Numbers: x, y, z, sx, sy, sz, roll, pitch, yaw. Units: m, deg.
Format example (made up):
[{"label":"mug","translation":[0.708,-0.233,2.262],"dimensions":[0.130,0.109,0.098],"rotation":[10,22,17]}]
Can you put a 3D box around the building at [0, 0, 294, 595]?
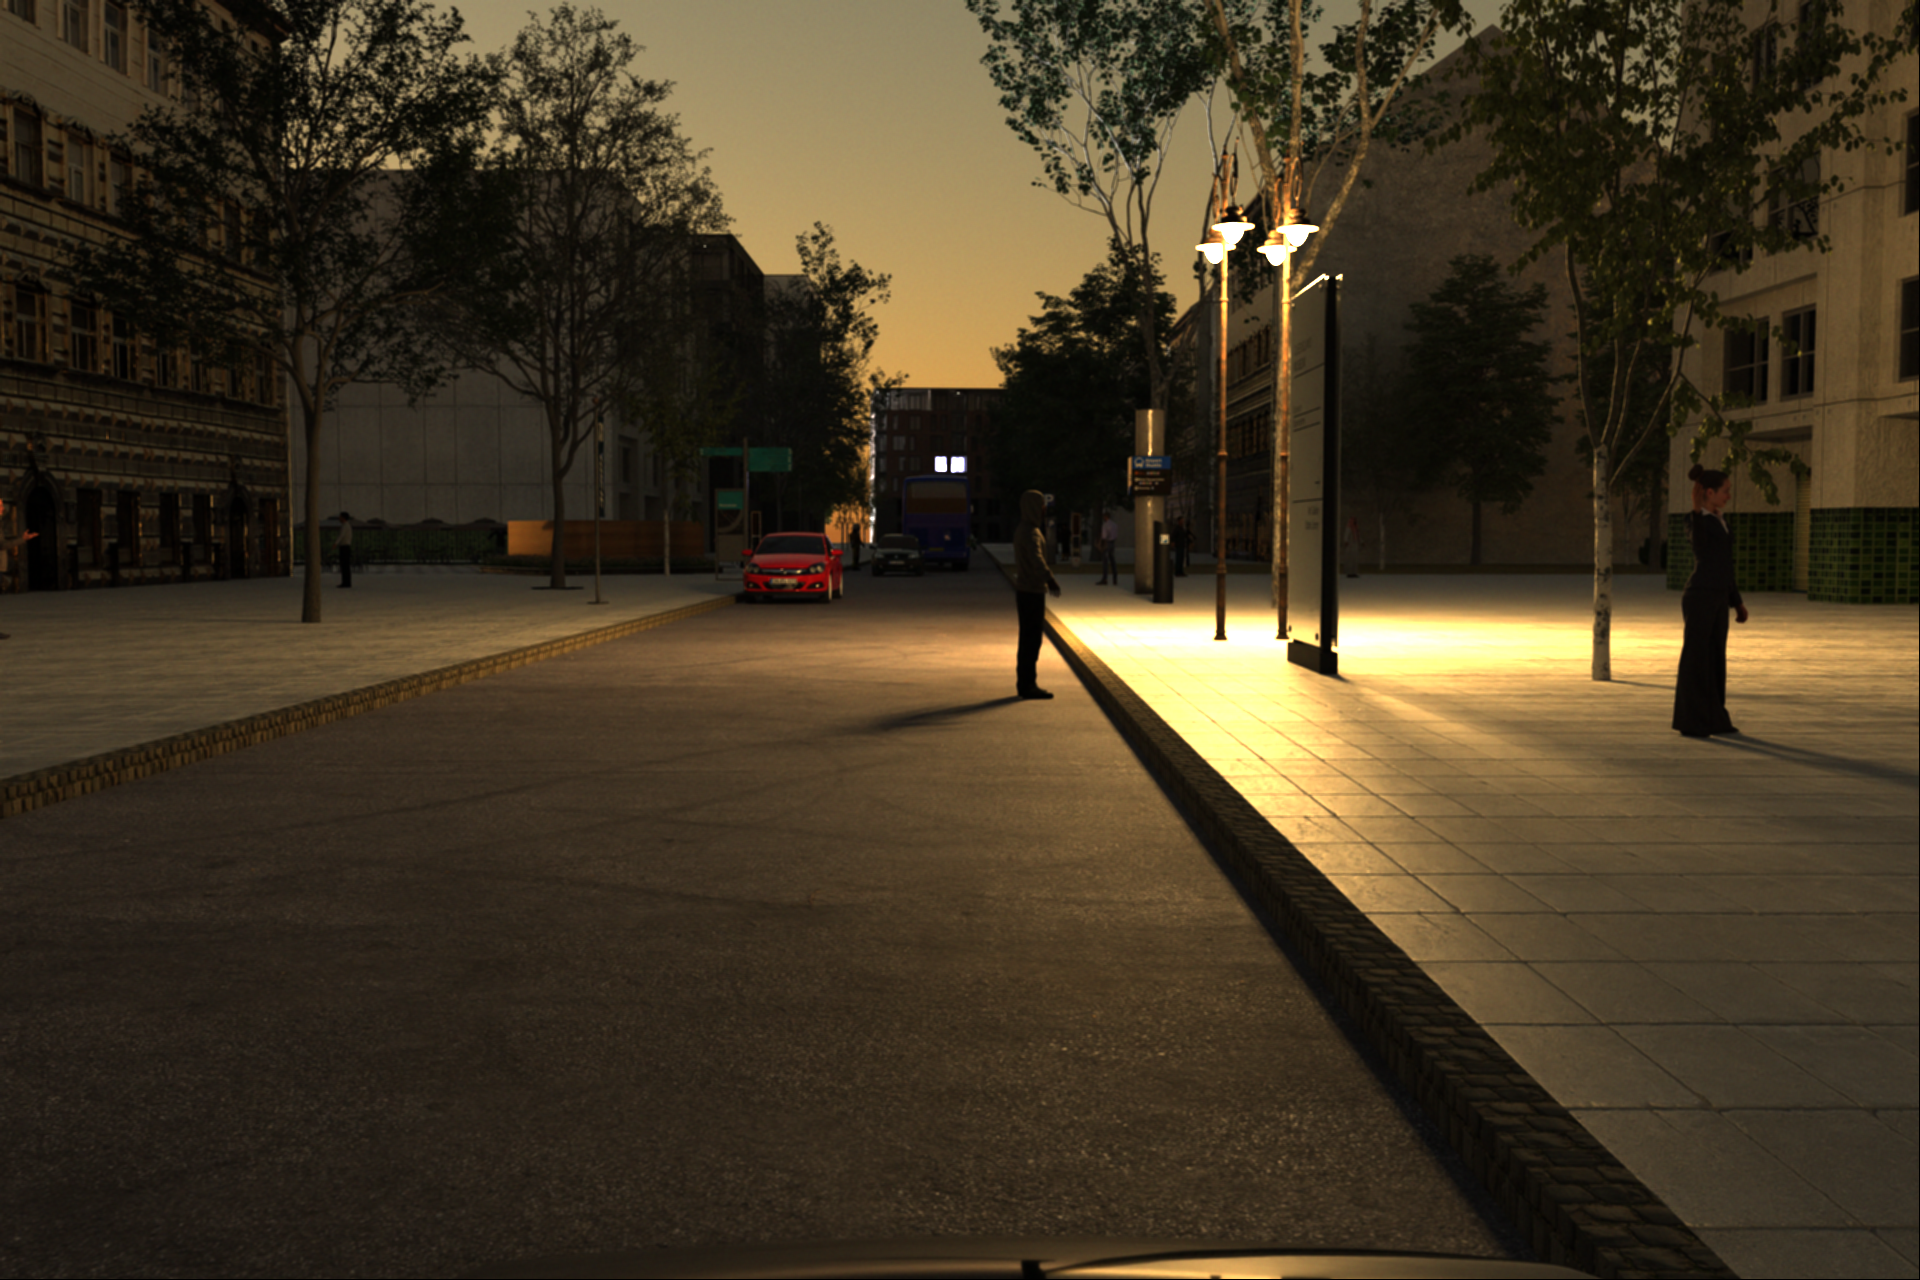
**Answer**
[{"label":"building","translation":[-29.425,-12.951,42.685],"dimensions":[19.493,23.208,18.063],"rotation":[0,4,0]}]

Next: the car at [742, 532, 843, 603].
[{"label":"car","translation":[-3.537,-1.717,37.107],"dimensions":[2.155,1.783,4.494],"rotation":[0,4,1]}]

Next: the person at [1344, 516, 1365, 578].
[{"label":"person","translation":[11.612,-2.754,51.173],"dimensions":[0.704,1.811,1.347],"rotation":[2,4,35]}]

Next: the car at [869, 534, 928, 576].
[{"label":"car","translation":[-2.111,-3.064,59.883],"dimensions":[2.009,1.686,4.222],"rotation":[0,4,1]}]

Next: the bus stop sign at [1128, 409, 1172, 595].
[{"label":"bus stop sign","translation":[4.034,-2.929,36.907],"dimensions":[0.837,3.901,0.837],"rotation":[0,3,0]}]

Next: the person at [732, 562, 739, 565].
[{"label":"person","translation":[-9.319,-3.824,71.797],"dimensions":[0.991,1.433,0.599],"rotation":[-1,4,-20]}]

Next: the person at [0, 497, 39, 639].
[{"label":"person","translation":[-11.691,-0.899,21.268],"dimensions":[0.750,1.759,0.617],"rotation":[-1,4,-21]}]

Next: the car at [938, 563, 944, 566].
[{"label":"car","translation":[-1.628,-4.117,79.103],"dimensions":[2.131,1.459,4.920],"rotation":[0,3,0]}]

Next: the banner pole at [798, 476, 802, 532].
[{"label":"banner pole","translation":[-6.878,-5.183,74.752],"dimensions":[0.401,3.779,0.863],"rotation":[0,3,0]}]

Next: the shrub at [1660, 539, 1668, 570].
[{"label":"shrub","translation":[25.424,-3.112,61.999],"dimensions":[1.383,1.207,1.383],"rotation":[0,3,0]}]

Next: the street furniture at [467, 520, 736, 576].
[{"label":"street furniture","translation":[-12.619,-3.049,56.713],"dimensions":[9.812,1.723,11.010],"rotation":[-2,4,-34]}]

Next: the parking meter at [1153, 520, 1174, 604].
[{"label":"parking meter","translation":[3.768,-1.447,32.075],"dimensions":[0.372,1.533,0.369],"rotation":[0,3,0]}]

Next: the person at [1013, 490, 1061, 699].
[{"label":"person","translation":[0.653,-0.404,15.196],"dimensions":[0.705,1.813,1.348],"rotation":[0,4,-7]}]

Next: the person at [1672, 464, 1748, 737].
[{"label":"person","translation":[4.743,-0.247,10.885],"dimensions":[0.445,1.727,0.742],"rotation":[1,4,18]}]

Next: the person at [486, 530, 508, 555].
[{"label":"person","translation":[-21.722,-4.629,81.911],"dimensions":[1.346,1.802,0.704],"rotation":[-2,4,-24]}]

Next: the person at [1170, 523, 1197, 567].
[{"label":"person","translation":[8.754,-3.734,67.766],"dimensions":[1.216,1.740,0.721],"rotation":[-1,4,-20]}]

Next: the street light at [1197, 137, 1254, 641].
[{"label":"street light","translation":[3.146,-2.932,20.733],"dimensions":[0.468,5.910,1.993],"rotation":[0,4,0]}]

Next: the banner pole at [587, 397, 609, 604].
[{"label":"banner pole","translation":[-6.665,-2.570,32.040],"dimensions":[0.401,3.779,0.863],"rotation":[0,4,1]}]

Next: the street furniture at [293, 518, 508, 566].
[{"label":"street furniture","translation":[-32.991,-4.003,70.475],"dimensions":[27.439,1.986,14.083],"rotation":[1,4,14]}]

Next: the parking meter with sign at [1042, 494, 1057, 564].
[{"label":"parking meter with sign","translation":[3.844,-4.742,73.792],"dimensions":[0.543,3.016,1.738],"rotation":[0,4,-1]}]

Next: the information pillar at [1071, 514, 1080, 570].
[{"label":"information pillar","translation":[4.173,-3.538,62.341],"dimensions":[0.304,2.012,0.304],"rotation":[0,4,0]}]

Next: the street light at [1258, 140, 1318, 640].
[{"label":"street light","translation":[3.922,-2.942,20.885],"dimensions":[0.468,5.910,1.993],"rotation":[0,4,1]}]

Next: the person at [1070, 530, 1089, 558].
[{"label":"person","translation":[6.296,-5.258,91.940],"dimensions":[1.349,1.833,0.705],"rotation":[-3,5,-40]}]

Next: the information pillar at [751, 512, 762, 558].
[{"label":"information pillar","translation":[-6.639,-3.181,56.502],"dimensions":[0.304,2.012,0.304],"rotation":[0,4,1]}]

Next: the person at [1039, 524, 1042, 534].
[{"label":"person","translation":[3.794,-4.771,84.131],"dimensions":[0.704,1.817,1.347],"rotation":[-1,4,-9]}]

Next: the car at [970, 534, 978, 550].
[{"label":"car","translation":[0.535,-8.810,155.847],"dimensions":[2.131,1.459,4.920],"rotation":[0,4,-1]}]

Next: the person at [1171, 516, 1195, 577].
[{"label":"person","translation":[6.644,-2.813,52.058],"dimensions":[0.705,1.821,1.348],"rotation":[2,4,35]}]

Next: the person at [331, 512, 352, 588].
[{"label":"person","translation":[-14.797,-2.167,41.586],"dimensions":[0.704,1.810,1.344],"rotation":[0,4,-5]}]

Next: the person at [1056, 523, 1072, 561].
[{"label":"person","translation":[5.017,-4.695,82.898],"dimensions":[1.346,1.812,0.704],"rotation":[-2,4,-35]}]

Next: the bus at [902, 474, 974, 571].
[{"label":"bus","translation":[-0.860,-4.793,69.919],"dimensions":[2.896,3.916,12.251],"rotation":[0,3,0]}]

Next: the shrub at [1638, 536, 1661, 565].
[{"label":"shrub","translation":[28.211,-3.655,70.868],"dimensions":[1.383,1.207,1.383],"rotation":[0,3,0]}]

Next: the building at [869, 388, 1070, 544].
[{"label":"building","translation":[3.594,-24.776,251.517],"dimensions":[32.646,21.610,27.936],"rotation":[0,4,-5]}]

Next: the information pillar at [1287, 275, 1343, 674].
[{"label":"information pillar","translation":[3.385,-1.545,16.584],"dimensions":[0.184,3.620,1.656],"rotation":[0,4,0]}]

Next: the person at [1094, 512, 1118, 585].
[{"label":"person","translation":[3.649,-2.310,43.681],"dimensions":[0.709,1.838,0.599],"rotation":[-3,5,-44]}]

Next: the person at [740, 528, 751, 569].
[{"label":"person","translation":[-7.982,-3.575,64.387],"dimensions":[1.347,1.837,0.705],"rotation":[-3,4,-39]}]

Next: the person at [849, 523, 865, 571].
[{"label":"person","translation":[-4.051,-3.649,67.887],"dimensions":[0.705,1.858,1.354],"rotation":[1,4,15]}]
